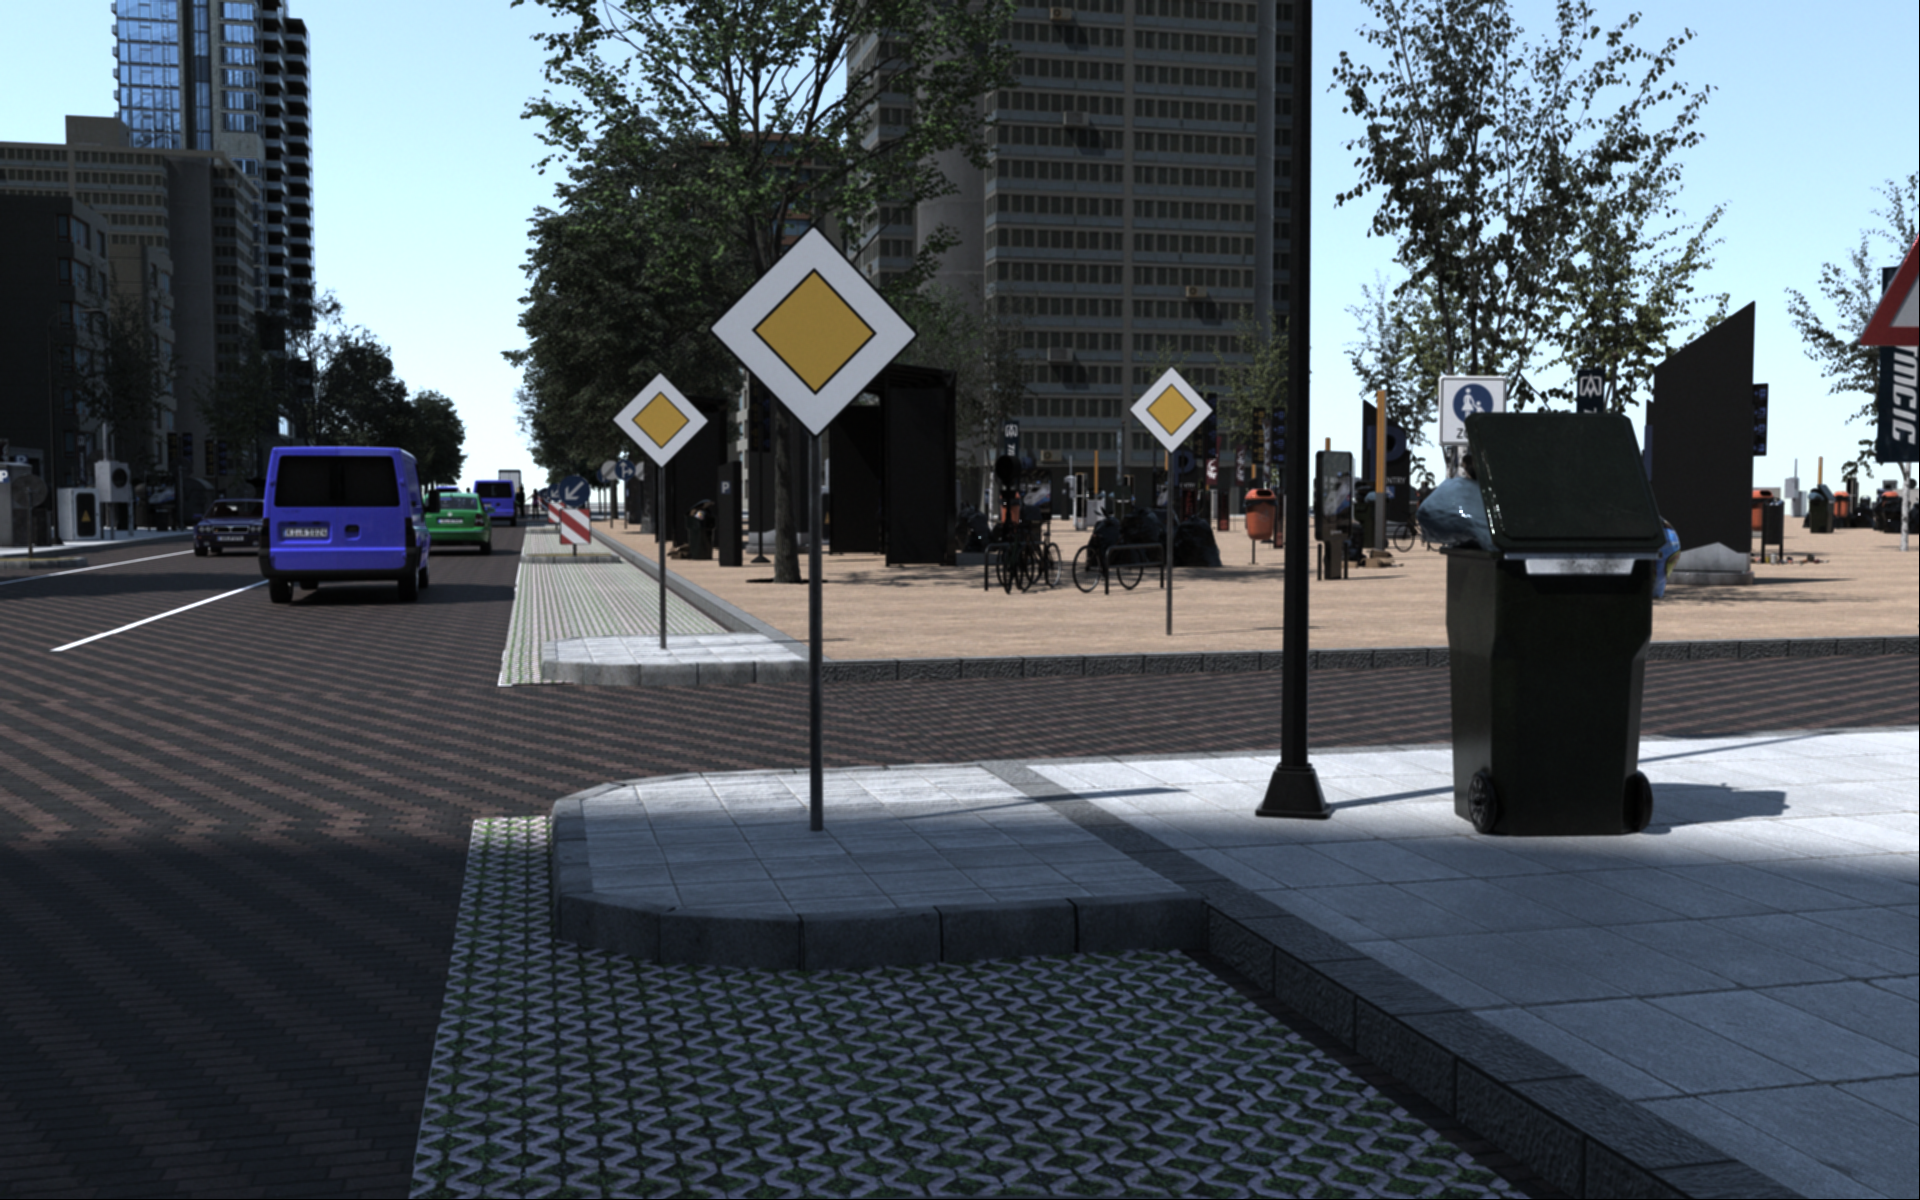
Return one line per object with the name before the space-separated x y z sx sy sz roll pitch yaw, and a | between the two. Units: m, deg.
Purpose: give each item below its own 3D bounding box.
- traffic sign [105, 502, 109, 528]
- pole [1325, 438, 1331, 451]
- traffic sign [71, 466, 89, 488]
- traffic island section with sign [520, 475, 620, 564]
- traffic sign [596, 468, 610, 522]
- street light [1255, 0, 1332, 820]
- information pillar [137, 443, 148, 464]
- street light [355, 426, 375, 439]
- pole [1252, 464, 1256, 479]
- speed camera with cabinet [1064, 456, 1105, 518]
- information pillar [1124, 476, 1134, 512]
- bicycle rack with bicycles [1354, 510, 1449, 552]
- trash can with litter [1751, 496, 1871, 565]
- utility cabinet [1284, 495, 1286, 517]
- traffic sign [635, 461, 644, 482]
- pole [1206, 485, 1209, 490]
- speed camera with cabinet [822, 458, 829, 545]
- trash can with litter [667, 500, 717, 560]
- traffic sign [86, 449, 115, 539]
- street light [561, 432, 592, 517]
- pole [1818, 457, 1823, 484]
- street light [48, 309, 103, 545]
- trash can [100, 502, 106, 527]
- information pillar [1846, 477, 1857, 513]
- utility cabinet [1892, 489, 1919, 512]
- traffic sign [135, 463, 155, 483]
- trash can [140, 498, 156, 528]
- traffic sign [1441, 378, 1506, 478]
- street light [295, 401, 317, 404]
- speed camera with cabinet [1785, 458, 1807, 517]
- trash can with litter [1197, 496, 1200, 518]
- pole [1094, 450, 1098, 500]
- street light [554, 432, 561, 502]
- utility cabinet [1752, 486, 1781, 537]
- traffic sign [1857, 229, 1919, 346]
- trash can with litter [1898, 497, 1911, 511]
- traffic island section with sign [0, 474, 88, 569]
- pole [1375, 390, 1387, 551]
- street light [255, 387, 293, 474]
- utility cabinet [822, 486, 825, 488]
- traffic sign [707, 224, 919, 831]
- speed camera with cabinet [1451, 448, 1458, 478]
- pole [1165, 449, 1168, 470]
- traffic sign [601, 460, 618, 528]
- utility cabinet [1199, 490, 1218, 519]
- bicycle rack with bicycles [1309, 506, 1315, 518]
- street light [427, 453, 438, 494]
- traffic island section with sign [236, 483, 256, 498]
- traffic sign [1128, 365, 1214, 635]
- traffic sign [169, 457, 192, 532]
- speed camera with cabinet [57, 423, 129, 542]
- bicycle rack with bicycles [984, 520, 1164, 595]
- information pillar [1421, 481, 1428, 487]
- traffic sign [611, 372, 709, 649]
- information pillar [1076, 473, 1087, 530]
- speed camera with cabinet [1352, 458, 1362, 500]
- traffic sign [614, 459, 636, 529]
traffic sign | -32.385 -4.012 65.705 0.768 2.556 0.104 -1 4 -9
pole | 13.268 -4.203 62.563 0.158 3.312 0.155 0 3 0
traffic sign | -31.957 -3.720 62.953 0.606 2.300 0.079 0 4 -7
traffic island section with sign | -8.195 -1.690 36.266 1.989 1.847 2.006 -1 4 -14
traffic sign | -16.523 -4.925 80.624 0.768 2.556 0.104 -1 4 -11
street light | 0.819 -2.088 6.680 1.470 5.913 1.316 -1 4 -14
information pillar | -36.765 -5.295 77.923 0.183 3.616 0.504 2 4 29
street light | -40.569 -8.900 118.063 1.470 5.913 1.316 -1 4 -14
pole | 13.683 -5.309 80.638 0.158 3.312 0.155 0 3 0
speed camera with cabinet | 6.418 -5.798 89.138 2.038 3.252 0.660 1 4 20
information pillar | 6.699 -3.928 68.722 0.304 2.012 0.304 -3 4 -39
bicycle rack with bicycles | 10.740 -1.513 38.112 2.925 0.926 2.852 -3 4 -38
trash can with litter | 15.470 -1.294 32.210 2.233 1.210 1.678 -2 4 -28
utility cabinet | 18.645 -5.253 97.048 1.020 1.237 0.306 1 4 23
traffic sign | -12.300 -4.118 67.437 0.768 2.556 0.104 -1 4 -10
pole | 10.814 -5.015 75.836 0.158 3.312 0.155 0 3 0
speed camera with cabinet | -3.367 -3.049 44.189 0.660 3.252 2.038 1 4 23
trash can with litter | -5.273 -1.371 33.795 1.055 1.170 0.624 2 4 30
traffic sign | -24.422 -3.005 49.243 0.768 2.556 0.104 -1 4 -11
street light | -21.638 -7.678 98.069 1.470 5.913 1.316 -1 4 -14
pole | 46.823 -6.144 94.304 0.158 3.312 0.155 0 3 0
street light | -22.187 -4.339 43.487 1.470 5.913 1.316 -1 4 -14
trash can | -33.559 -3.409 67.393 0.748 1.137 0.748 0 3 0
information pillar | 39.036 -4.366 75.873 0.304 2.012 0.304 -2 4 -24
utility cabinet | 41.770 -4.138 76.341 1.173 1.500 0.318 3 5 42
traffic sign | -33.259 -4.321 70.747 0.768 2.556 0.104 -1 4 -12
trash can | -30.748 -3.313 65.818 0.748 1.137 0.748 0 3 0
traffic sign | 4.436 -0.792 15.082 0.606 2.300 0.079 0 4 -6
street light | -32.716 -6.955 86.255 1.470 5.913 1.316 -1 4 -14
speed camera with cabinet | 46.474 -6.236 96.288 0.660 3.252 2.038 3 5 43
trash can with litter | 8.370 -3.251 64.209 2.233 1.210 1.678 -1 4 -9
pole | 6.374 -5.330 80.985 0.158 3.312 0.155 0 3 0
street light | -29.480 -9.623 129.880 1.470 5.913 1.316 -1 4 -14
utility cabinet | 23.302 -2.565 50.612 1.173 1.500 0.318 2 4 30
traffic sign | 3.651 -0.386 6.320 0.884 2.594 0.081 0 4 -7
trash can with litter | 39.031 -3.680 71.555 1.055 1.170 0.624 -2 4 -31
traffic island section with sign | -18.281 -1.544 33.865 1.989 1.847 2.006 -1 4 -14
pole | 8.298 -2.465 34.138 0.158 3.312 0.155 0 3 0
street light | -29.965 -6.286 75.313 1.470 5.913 1.316 -1 4 -14
utility cabinet | -3.744 -2.342 46.964 1.173 1.500 0.318 -2 4 -24
traffic sign | -0.550 -0.178 6.550 0.795 2.450 0.064 -1 4 -14
speed camera with cabinet | 18.136 -4.138 61.999 0.660 3.252 2.038 -1 4 -10
pole | 8.208 -4.562 68.437 0.158 3.312 0.155 0 3 0
traffic sign | -13.087 -3.969 65.000 0.768 2.556 0.104 -1 4 -12
utility cabinet | 12.786 -4.930 89.285 0.318 1.500 1.173 -2 4 -32
bicycle rack with bicycles | 19.616 -4.801 91.878 2.852 0.926 2.925 -3 5 -40
street light | -60.380 -13.798 198.143 1.470 5.913 1.316 -1 4 -14
traffic island section with sign | -24.753 -3.144 60.035 1.989 1.847 2.006 -1 4 -14
traffic sign | 1.896 -0.885 15.655 0.795 2.450 0.064 -1 4 -9
traffic sign | -26.476 -3.594 58.865 0.768 2.556 0.104 0 4 -5
speed camera with cabinet | -23.851 -3.260 47.641 0.660 3.252 2.038 1 4 18
bicycle rack with bicycles | 1.357 -0.601 23.201 2.852 0.926 2.925 2 4 31
information pillar | 26.522 -5.774 98.892 0.304 2.012 0.304 -1 4 -16
traffic sign | -2.464 -0.652 14.303 0.795 2.450 0.064 -1 4 -14
information pillar | 4.300 -3.473 61.280 0.304 2.012 0.304 2 4 33
speed camera with cabinet | 21.010 -6.124 94.471 2.038 3.252 0.660 -1 4 -21
traffic sign | -12.267 -3.877 63.495 0.768 2.556 0.104 0 4 -6
